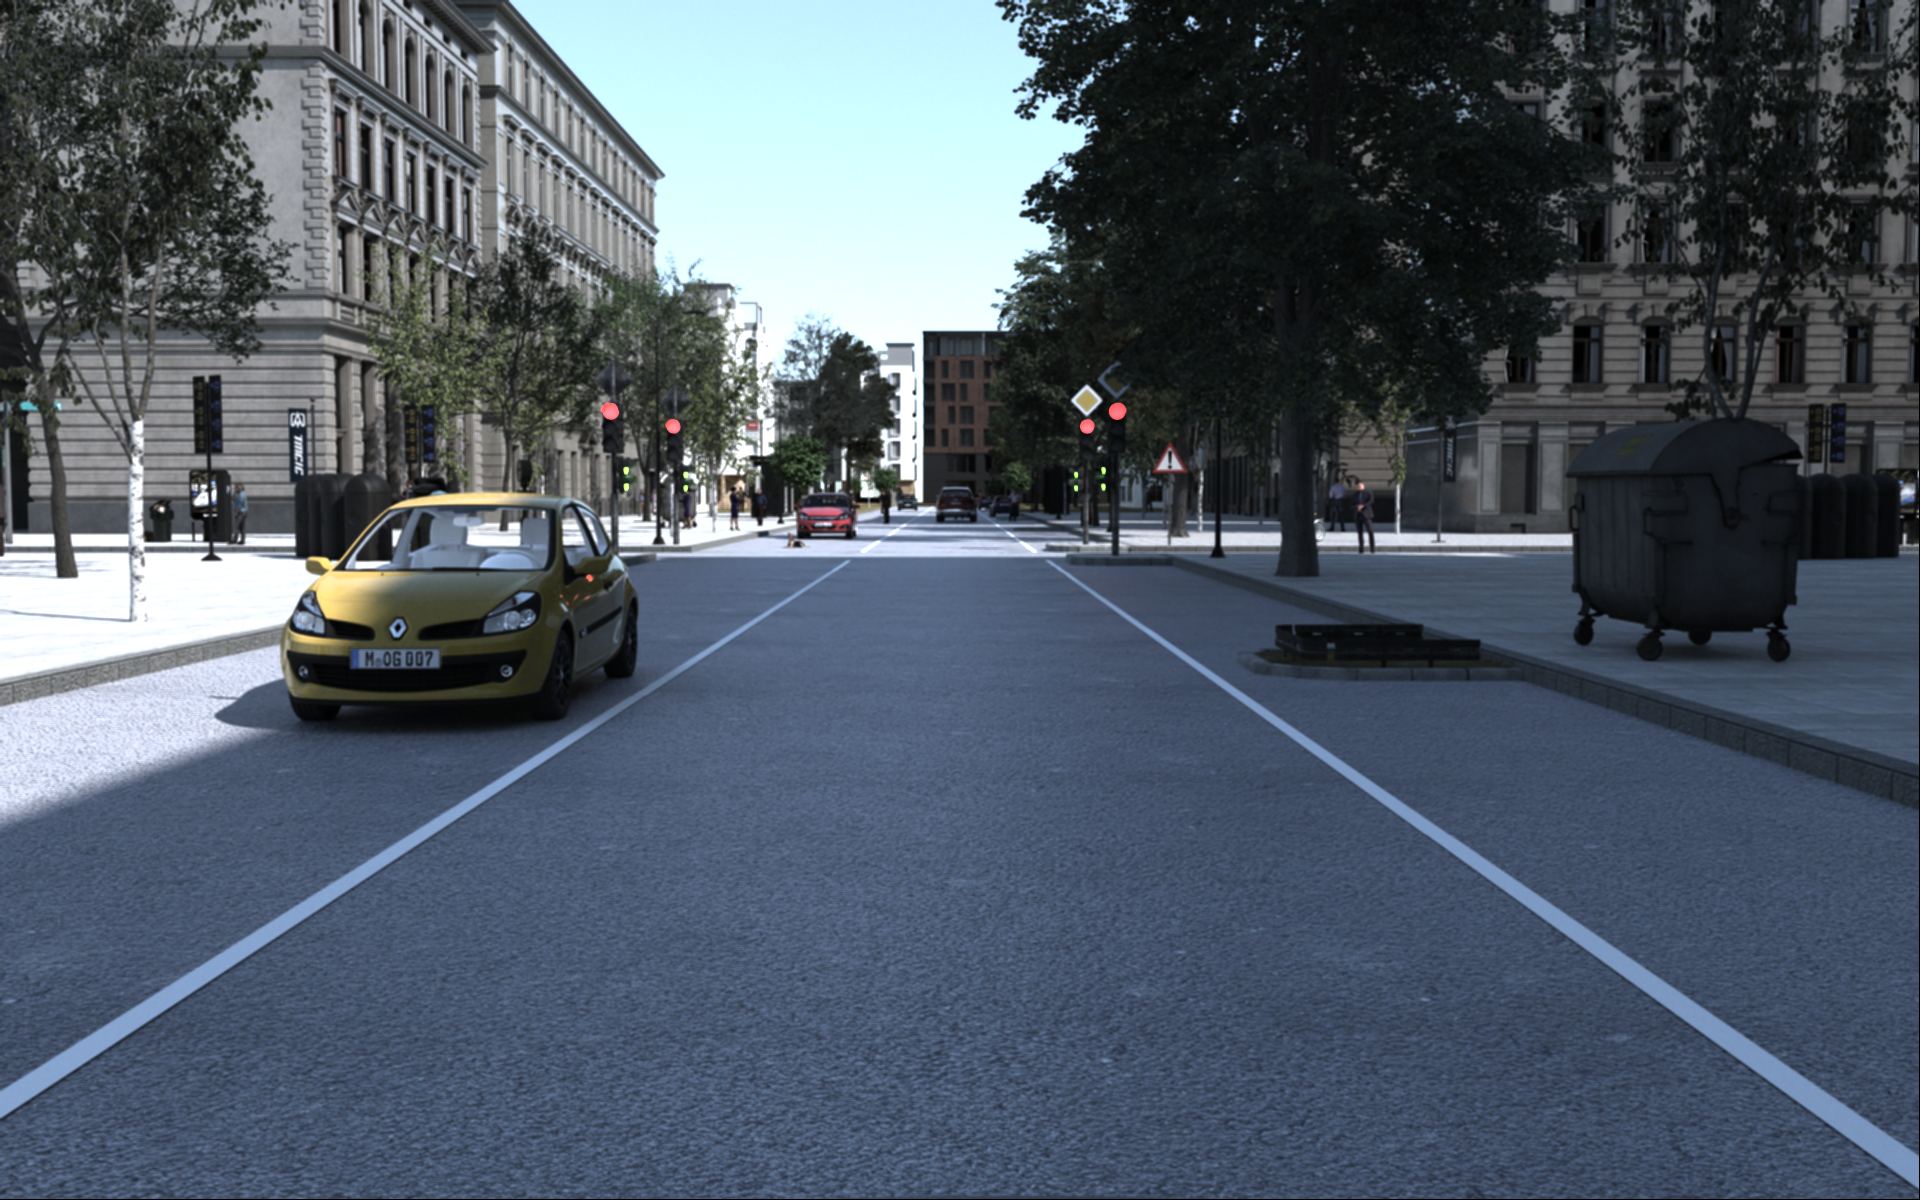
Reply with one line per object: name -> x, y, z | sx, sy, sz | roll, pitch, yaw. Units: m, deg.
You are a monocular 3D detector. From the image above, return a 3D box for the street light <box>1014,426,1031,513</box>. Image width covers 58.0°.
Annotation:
street light -> 4.414, -8.961, 119.052 | 1.470, 5.913, 1.316 | 0, 4, 0

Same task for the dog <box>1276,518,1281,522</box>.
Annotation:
dog -> 14.667, -3.728, 78.692 | 0.550, 0.427, 0.748 | -1, 4, -11

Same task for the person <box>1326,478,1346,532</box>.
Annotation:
person -> 12.857, -3.263, 59.262 | 0.709, 1.838, 0.599 | -1, 4, -9

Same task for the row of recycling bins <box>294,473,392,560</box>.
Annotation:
row of recycling bins -> -12.290, -1.667, 34.367 | 1.069, 1.692, 3.534 | -3, 5, -40

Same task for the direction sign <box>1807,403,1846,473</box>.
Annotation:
direction sign -> 21.689, -3.144, 43.401 | 0.379, 3.537, 0.876 | -3, 5, -44

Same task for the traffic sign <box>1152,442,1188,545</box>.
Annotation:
traffic sign -> 5.238, -2.646, 43.259 | 0.884, 2.594, 0.081 | 0, 4, 3

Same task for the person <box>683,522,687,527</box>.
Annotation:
person -> -10.704, -3.645, 67.842 | 0.569, 1.553, 0.471 | 0, 4, -5

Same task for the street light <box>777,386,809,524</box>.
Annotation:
street light -> -7.200, -6.245, 74.652 | 1.470, 5.913, 1.316 | 0, 4, 0

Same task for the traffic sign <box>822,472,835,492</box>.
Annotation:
traffic sign -> -7.661, -6.144, 100.552 | 0.768, 2.556, 0.104 | 1, 4, 9

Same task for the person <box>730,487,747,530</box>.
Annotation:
person -> -7.837, -3.210, 60.903 | 0.453, 1.535, 0.546 | 3, 4, 39

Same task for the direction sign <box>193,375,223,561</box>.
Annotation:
direction sign -> -14.404, -2.522, 33.229 | 0.876, 3.537, 0.379 | 2, 4, 34

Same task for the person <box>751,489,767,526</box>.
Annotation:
person -> -8.188, -3.754, 70.112 | 0.600, 1.496, 0.574 | -3, 4, -36

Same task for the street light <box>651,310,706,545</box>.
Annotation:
street light -> -7.098, -4.355, 43.750 | 1.470, 5.913, 1.316 | 0, 4, 0

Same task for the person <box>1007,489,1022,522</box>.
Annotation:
person -> 2.857, -4.959, 90.513 | 0.756, 1.711, 0.436 | 0, 4, -1

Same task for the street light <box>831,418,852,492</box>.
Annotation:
street light -> -7.226, -8.116, 105.243 | 1.470, 5.913, 1.316 | 0, 4, 0

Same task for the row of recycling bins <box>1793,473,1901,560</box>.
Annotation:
row of recycling bins -> 17.495, -1.681, 34.598 | 3.534, 1.692, 1.069 | -2, 4, -27

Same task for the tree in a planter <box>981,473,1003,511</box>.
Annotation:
tree in a planter -> 2.788, -9.084, 145.738 | 1.991, 3.239, 1.994 | 0, 4, 0

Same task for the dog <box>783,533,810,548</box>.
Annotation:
dog -> -4.350, -1.597, 46.308 | 0.748, 0.427, 0.550 | 0, 4, -3

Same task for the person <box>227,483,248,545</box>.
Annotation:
person -> -18.051, -2.147, 43.359 | 0.429, 1.552, 0.499 | 1, 4, 13

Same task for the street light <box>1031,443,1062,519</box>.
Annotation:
street light -> 4.508, -7.090, 88.461 | 1.470, 5.913, 1.316 | 0, 4, 0

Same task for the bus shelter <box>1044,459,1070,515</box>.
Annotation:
bus shelter -> 6.026, -7.300, 110.637 | 1.731, 3.624, 6.357 | 0, 4, 0

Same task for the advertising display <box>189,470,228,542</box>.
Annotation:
advertising display -> -20.199, -2.533, 46.623 | 0.974, 1.923, 0.123 | -3, 4, -37

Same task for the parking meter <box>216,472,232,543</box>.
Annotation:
parking meter -> -19.391, -2.442, 45.639 | 0.255, 1.863, 0.399 | 0, 4, 1

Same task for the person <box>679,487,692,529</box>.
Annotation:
person -> -10.111, -3.363, 63.396 | 0.546, 1.535, 0.453 | -2, 4, -31

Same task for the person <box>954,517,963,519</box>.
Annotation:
person -> -0.080, -5.407, 97.829 | 0.541, 1.710, 0.530 | 2, 4, 28

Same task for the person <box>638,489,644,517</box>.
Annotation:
person -> -18.090, -5.532, 98.562 | 0.516, 1.574, 0.319 | -2, 4, -34

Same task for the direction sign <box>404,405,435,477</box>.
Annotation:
direction sign -> -13.712, -3.182, 44.015 | 0.876, 3.537, 0.379 | 1, 4, 18

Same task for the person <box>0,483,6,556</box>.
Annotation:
person -> -19.865, -1.758, 35.469 | 0.600, 1.739, 0.565 | -3, 5, -39

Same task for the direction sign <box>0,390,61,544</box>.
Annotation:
direction sign -> -23.910, -3.418, 44.648 | 1.411, 3.948, 2.525 | -2, 4, -34

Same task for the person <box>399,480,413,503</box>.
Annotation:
person -> -17.117, -2.871, 53.797 | 0.431, 1.722, 0.655 | 2, 4, 26

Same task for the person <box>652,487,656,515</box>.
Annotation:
person -> -18.821, -6.135, 107.021 | 0.551, 1.740, 0.621 | 1, 4, 15

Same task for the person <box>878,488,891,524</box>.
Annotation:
person -> -3.648, -4.571, 83.928 | 0.600, 1.739, 0.565 | -2, 4, -24

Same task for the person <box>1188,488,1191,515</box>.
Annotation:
person -> 13.993, -6.000, 104.957 | 0.431, 1.722, 0.655 | 1, 4, 12

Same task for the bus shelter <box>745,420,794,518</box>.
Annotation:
bus shelter -> -10.530, -7.272, 96.533 | 2.179, 5.291, 8.768 | 0, 4, 0

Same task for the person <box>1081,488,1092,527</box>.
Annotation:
person -> 4.918, -3.610, 67.528 | 0.523, 1.526, 0.387 | 2, 4, 34

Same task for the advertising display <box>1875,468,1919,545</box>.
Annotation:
advertising display -> 23.546, -2.347, 43.581 | 0.974, 1.923, 0.123 | 1, 4, 8

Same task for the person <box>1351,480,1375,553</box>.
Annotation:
person -> 9.346, -1.910, 40.181 | 0.683, 1.767, 0.568 | 2, 4, 35

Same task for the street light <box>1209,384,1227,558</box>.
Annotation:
street light -> 4.665, -3.808, 34.795 | 1.470, 5.913, 1.316 | 0, 4, 0

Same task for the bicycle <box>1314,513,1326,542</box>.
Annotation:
bicycle -> 9.351, -2.036, 46.508 | 1.543, 0.972, 0.635 | -3, 4, -39

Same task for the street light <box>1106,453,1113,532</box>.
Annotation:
street light -> 4.515, -5.219, 57.870 | 1.470, 5.913, 1.316 | 0, 4, 0
